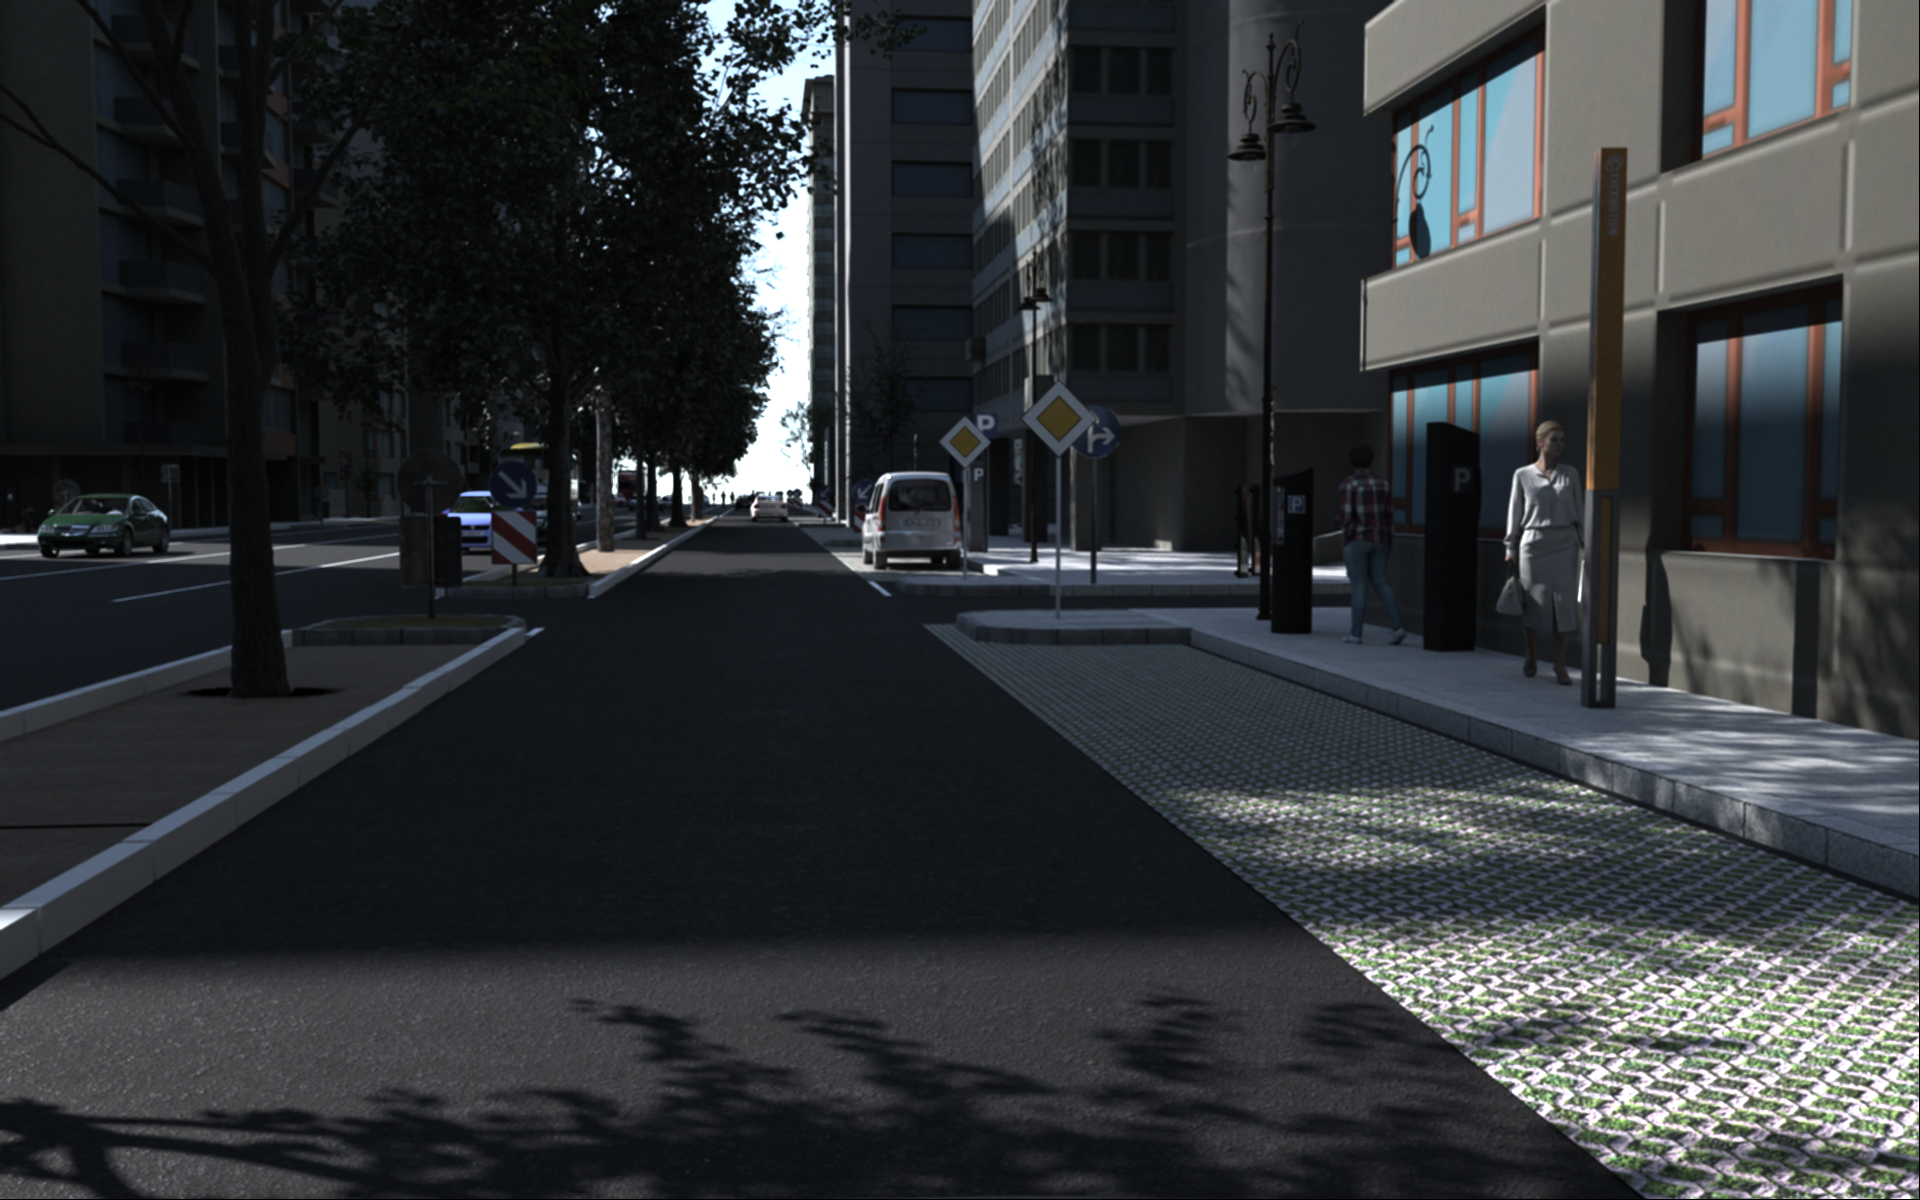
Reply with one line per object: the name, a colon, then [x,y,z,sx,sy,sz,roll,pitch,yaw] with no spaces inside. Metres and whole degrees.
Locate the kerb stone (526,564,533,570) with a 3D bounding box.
kerb stone: [-8.242,-0.643,32.706,0.120,0.150,1.000,0,4,-7]

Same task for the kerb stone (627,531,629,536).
kerb stone: [-11.115,-2.137,57.142,0.120,0.150,1.000,0,4,-7]

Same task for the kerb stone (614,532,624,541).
kerb stone: [-10.870,-2.013,55.112,0.120,0.150,1.000,0,4,-7]

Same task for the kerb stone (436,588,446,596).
kerb stone: [-7.285,-0.143,24.565,0.120,0.150,1.000,0,4,-7]

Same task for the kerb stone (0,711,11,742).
kerb stone: [-5.548,0.761,9.753,0.120,0.150,1.000,0,4,-7]

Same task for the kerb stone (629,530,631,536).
kerb stone: [-11.234,-2.200,58.159,0.120,0.150,1.000,0,4,-7]

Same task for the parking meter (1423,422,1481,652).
parking meter: [4.036,-0.519,14.198,0.399,1.863,0.255,-1,4,-22]

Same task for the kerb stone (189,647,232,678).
kerb stone: [-6.036,0.516,13.825,0.120,0.150,1.000,0,4,-7]

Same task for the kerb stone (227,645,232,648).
kerb stone: [-6.138,0.450,14.845,0.120,0.150,1.000,0,4,-7]

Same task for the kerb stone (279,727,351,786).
kerb stone: [-3.342,0.810,8.948,0.120,0.150,1.000,0,4,-7]

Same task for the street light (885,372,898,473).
street light: [-2.605,-5.701,66.005,0.468,5.910,1.993,0,4,-7]

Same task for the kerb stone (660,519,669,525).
kerb stone: [-14.103,-3.692,82.586,0.120,0.150,1.000,0,4,-7]

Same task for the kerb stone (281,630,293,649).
kerb stone: [-6.266,0.388,15.859,0.120,0.150,1.000,0,4,-7]

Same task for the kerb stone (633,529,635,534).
kerb stone: [-11.478,-2.324,60.200,0.120,0.150,1.000,0,4,-7]

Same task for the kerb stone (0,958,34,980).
kerb stone: [-2.863,1.063,4.871,0.120,0.150,1.000,0,4,-7]

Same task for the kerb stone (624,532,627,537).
kerb stone: [-10.987,-2.074,56.128,0.120,0.150,1.000,0,4,-7]

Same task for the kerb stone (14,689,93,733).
kerb stone: [-5.667,0.699,10.770,0.120,0.150,1.000,0,4,-7]

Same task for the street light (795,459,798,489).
street light: [-21.224,-15.400,224.569,0.468,5.910,1.993,0,4,-7]

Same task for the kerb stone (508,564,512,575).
kerb stone: [-8.013,-0.518,30.665,0.120,0.150,1.000,0,4,-7]

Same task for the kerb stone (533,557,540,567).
kerb stone: [-8.353,-0.706,33.731,0.120,0.150,1.000,0,4,-7]

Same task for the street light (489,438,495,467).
street light: [-35.867,-9.794,132.924,0.468,5.910,1.993,0,4,-7]

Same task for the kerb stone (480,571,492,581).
kerb stone: [-7.644,-0.332,27.616,0.120,0.150,1.000,0,4,-7]

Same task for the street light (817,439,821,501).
street light: [-11.595,-10.370,142.333,0.468,5.910,1.993,0,4,-7]

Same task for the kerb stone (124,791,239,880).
kerb stone: [-3.100,0.935,6.911,0.120,0.150,1.000,0,4,-7]

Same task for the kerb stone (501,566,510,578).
kerb stone: [-7.883,-0.456,29.646,0.120,0.150,1.000,0,4,-7]

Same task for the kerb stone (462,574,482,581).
kerb stone: [-7.527,-0.269,26.600,0.120,0.150,1.000,0,4,-7]

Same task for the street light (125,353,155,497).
street light: [-26.924,-5.151,57.013,0.468,5.910,1.993,0,4,-7]

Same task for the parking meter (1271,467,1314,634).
parking meter: [3.071,-0.465,16.007,0.372,1.533,0.369,0,3,0]

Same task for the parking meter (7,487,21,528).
parking meter: [-32.331,-3.106,59.197,0.372,1.533,0.369,0,3,0]

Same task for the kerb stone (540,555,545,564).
kerb stone: [-8.479,-0.765,34.750,0.120,0.150,1.000,0,4,-7]

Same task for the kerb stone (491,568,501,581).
kerb stone: [-7.761,-0.394,28.631,0.120,0.150,1.000,0,4,-7]

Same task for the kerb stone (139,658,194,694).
kerb stone: [-5.910,0.574,12.809,0.120,0.150,1.000,0,4,-7]

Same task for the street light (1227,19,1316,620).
street light: [3.116,-2.736,17.525,0.468,5.910,1.993,0,4,-7]

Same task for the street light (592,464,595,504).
street light: [-45.567,-14.861,215.771,0.468,5.910,1.993,0,4,-7]

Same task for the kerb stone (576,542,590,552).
kerb stone: [-9.558,-1.328,43.915,0.120,0.150,1.000,0,4,-7]

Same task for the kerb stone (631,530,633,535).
kerb stone: [-11.353,-2.260,59.186,0.120,0.150,1.000,0,4,-7]

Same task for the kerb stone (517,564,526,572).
kerb stone: [-8.124,-0.581,31.690,0.120,0.150,1.000,0,4,-7]

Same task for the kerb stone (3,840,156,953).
kerb stone: [-2.980,1.000,5.888,0.120,0.150,1.000,0,4,-7]

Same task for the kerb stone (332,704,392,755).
kerb stone: [-3.453,0.748,9.964,0.120,0.150,1.000,0,4,-7]

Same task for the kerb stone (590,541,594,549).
kerb stone: [-9.680,-1.391,44.933,0.120,0.150,1.000,0,4,-7]

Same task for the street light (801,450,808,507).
street light: [-17.344,-13.345,190.981,0.468,5.910,1.993,0,4,-7]

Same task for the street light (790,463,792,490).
street light: [-25.235,-17.453,258.141,0.468,5.910,1.993,0,4,-7]

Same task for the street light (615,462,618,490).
street light: [-49.570,-16.915,249.344,0.468,5.910,1.993,0,4,-7]

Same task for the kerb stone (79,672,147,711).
kerb stone: [-5.793,0.636,11.793,0.120,0.150,1.000,0,4,-7]

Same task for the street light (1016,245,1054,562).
street light: [1.393,-3.648,32.431,0.468,5.910,1.993,0,4,-7]

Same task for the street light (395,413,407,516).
street light: [-31.964,-7.728,99.137,0.468,5.910,1.993,0,4,-7]

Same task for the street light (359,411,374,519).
street light: [-30.997,-7.204,90.578,0.468,5.910,1.993,0,4,-7]

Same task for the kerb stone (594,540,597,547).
kerb stone: [-9.805,-1.450,45.954,0.120,0.150,1.000,0,4,-7]

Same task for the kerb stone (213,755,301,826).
kerb stone: [-3.223,0.873,7.926,0.120,0.150,1.000,0,4,-7]
